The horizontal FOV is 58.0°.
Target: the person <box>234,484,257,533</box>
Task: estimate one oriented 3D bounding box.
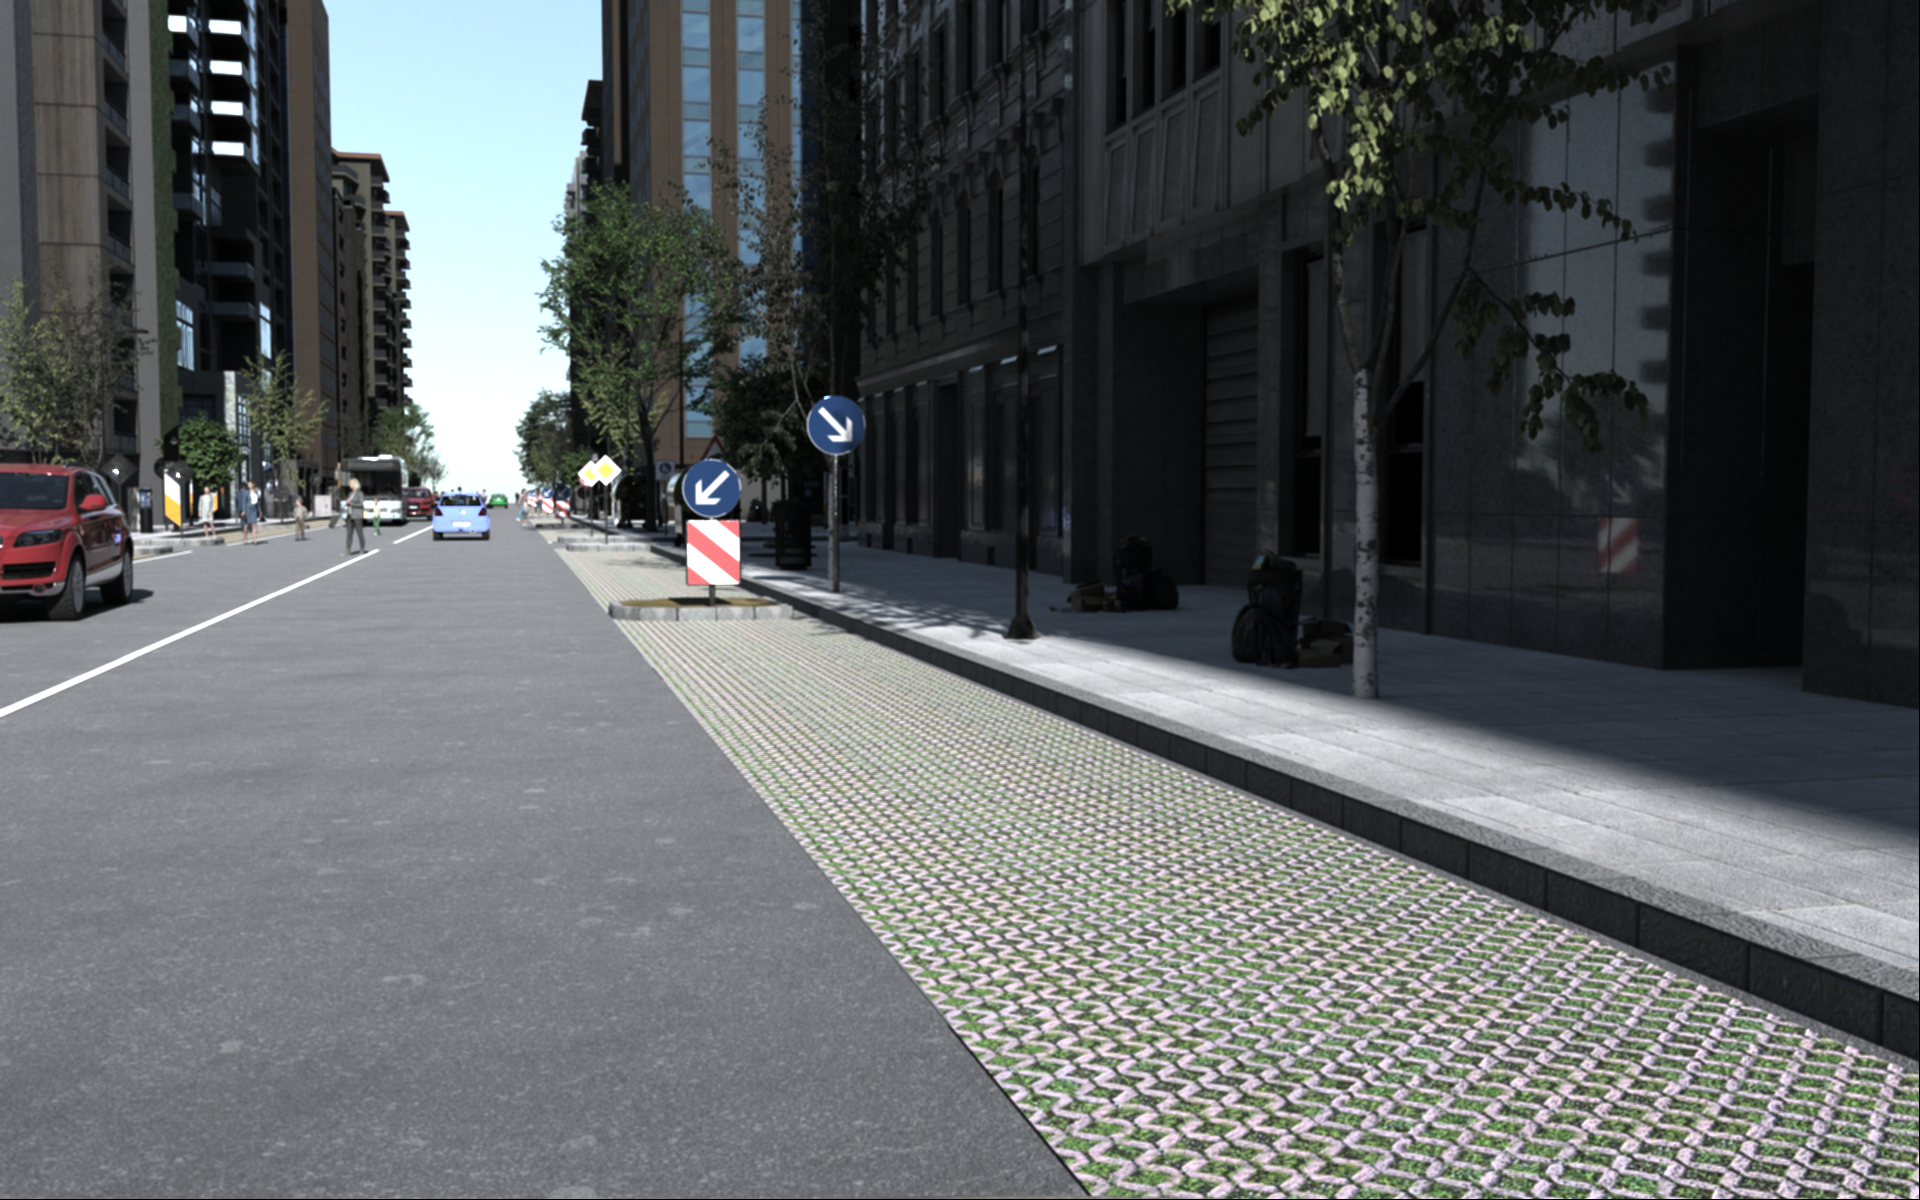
[{"bbox_3d":[-26.136,-3.340,63.292,0.721,1.800,0.419,0,4,3],"label":"person"}]

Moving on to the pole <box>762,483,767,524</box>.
[{"bbox_3d":[-8.293,-4.859,73.291,0.158,3.312,0.155,0,3,0],"label":"pole"}]

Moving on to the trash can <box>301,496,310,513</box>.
[{"bbox_3d":[-41.204,-5.938,108.737,0.748,1.137,0.748,0,3,0],"label":"trash can"}]

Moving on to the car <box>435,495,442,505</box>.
[{"bbox_3d":[-50.283,-9.520,168.232,1.945,1.354,3.894,-1,4,-16],"label":"car"}]

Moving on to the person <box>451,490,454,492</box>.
[{"bbox_3d":[-44.298,-8.735,151.313,0.705,1.824,1.348,-2,4,-28],"label":"person"}]

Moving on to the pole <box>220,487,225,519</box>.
[{"bbox_3d":[-37.646,-5.780,88.347,0.158,3.312,0.155,0,3,0],"label":"pole"}]

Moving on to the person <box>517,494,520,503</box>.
[{"bbox_3d":[-70.988,-16.444,278.279,0.530,1.710,0.541,-3,5,-43],"label":"person"}]

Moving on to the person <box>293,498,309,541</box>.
[{"bbox_3d":[-20.273,-2.476,53.249,0.475,1.303,0.640,-1,4,-11],"label":"person"}]

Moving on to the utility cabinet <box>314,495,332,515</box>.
[{"bbox_3d":[-38.928,-5.786,105.766,1.020,1.237,0.306,-3,5,-44],"label":"utility cabinet"}]

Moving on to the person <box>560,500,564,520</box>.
[{"bbox_3d":[-21.805,-4.998,94.885,0.362,1.253,0.373,3,5,41],"label":"person"}]

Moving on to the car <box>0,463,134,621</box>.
[{"bbox_3d":[-11.403,-0.747,20.882,2.281,1.827,5.304,-1,4,-16],"label":"car"}]

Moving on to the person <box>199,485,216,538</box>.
[{"bbox_3d":[-23.361,-2.707,53.767,0.512,1.701,0.522,-1,4,-14],"label":"person"}]

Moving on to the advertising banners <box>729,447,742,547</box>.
[{"bbox_3d":[-5.133,-2.647,39.472,0.090,3.025,2.074,0,4,-1],"label":"advertising banners"}]

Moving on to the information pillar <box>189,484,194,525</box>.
[{"bbox_3d":[-31.582,-4.876,71.078,0.183,3.616,0.504,-2,4,-29],"label":"information pillar"}]

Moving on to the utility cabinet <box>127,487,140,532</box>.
[{"bbox_3d":[-27.839,-3.053,58.600,0.318,1.500,1.173,-3,5,-39],"label":"utility cabinet"}]

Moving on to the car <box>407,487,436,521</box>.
[{"bbox_3d":[-29.083,-5.120,92.377,2.281,1.827,5.304,-1,4,-14],"label":"car"}]

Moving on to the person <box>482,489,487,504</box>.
[{"bbox_3d":[-39.437,-8.290,143.901,0.599,1.838,0.709,-1,4,-13],"label":"person"}]

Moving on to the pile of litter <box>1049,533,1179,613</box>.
[{"bbox_3d":[1.722,-0.325,19.272,1.719,0.858,1.176,-2,4,-23],"label":"pile of litter"}]

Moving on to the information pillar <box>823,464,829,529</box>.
[{"bbox_3d":[-4.937,-4.455,64.197,0.183,3.616,0.504,1,4,12],"label":"information pillar"}]

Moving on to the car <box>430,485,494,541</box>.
[{"bbox_3d":[-15.739,-2.760,54.714,1.945,1.707,3.694,-1,4,-15],"label":"car"}]

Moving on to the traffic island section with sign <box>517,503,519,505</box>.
[{"bbox_3d":[-43.472,-10.168,174.871,1.989,1.847,2.006,-1,4,-15],"label":"traffic island section with sign"}]

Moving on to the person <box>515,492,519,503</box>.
[{"bbox_3d":[-68.140,-15.727,266.454,0.721,1.723,1.217,1,4,11],"label":"person"}]

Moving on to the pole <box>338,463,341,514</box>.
[{"bbox_3d":[-40.461,-7.288,112.998,0.158,3.312,0.155,0,3,0],"label":"pole"}]

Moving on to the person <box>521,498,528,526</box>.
[{"bbox_3d":[-19.734,-3.997,78.538,0.352,1.250,0.332,0,4,8],"label":"person"}]

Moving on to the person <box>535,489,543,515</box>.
[{"bbox_3d":[-28.387,-6.575,116.599,0.593,1.750,0.643,-3,4,-36],"label":"person"}]

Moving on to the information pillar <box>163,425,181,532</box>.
[{"bbox_3d":[-26.470,-4.090,58.228,0.504,3.616,0.183,-1,4,-22],"label":"information pillar"}]

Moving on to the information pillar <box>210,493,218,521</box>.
[{"bbox_3d":[-35.899,-5.608,83.038,0.504,3.616,0.183,-3,5,-44],"label":"information pillar"}]

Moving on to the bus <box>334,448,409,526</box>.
[{"bbox_3d":[-27.244,-5.257,80.818,2.948,3.499,13.247,-1,4,-16],"label":"bus"}]

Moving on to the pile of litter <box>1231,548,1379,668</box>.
[{"bbox_3d":[2.707,0.028,13.511,1.176,0.858,1.719,3,4,37],"label":"pile of litter"}]

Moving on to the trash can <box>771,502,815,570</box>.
[{"bbox_3d":[-2.821,-1.079,29.300,0.748,1.137,0.748,0,3,0],"label":"trash can"}]

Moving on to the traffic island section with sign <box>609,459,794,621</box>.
[{"bbox_3d":[-3.100,-0.716,20.337,1.989,1.847,2.006,-1,4,-15],"label":"traffic island section with sign"}]

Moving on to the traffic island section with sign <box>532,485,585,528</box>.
[{"bbox_3d":[-17.038,-3.978,73.668,1.989,1.847,2.006,-1,4,-15],"label":"traffic island section with sign"}]

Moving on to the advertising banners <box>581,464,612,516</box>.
[{"bbox_3d":[-20.871,-6.369,100.317,2.074,3.025,0.090,0,4,-7],"label":"advertising banners"}]

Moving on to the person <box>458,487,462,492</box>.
[{"bbox_3d":[-25.068,-4.793,87.055,0.721,1.800,0.419,-2,4,-27],"label":"person"}]

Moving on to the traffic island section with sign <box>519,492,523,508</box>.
[{"bbox_3d":[-36.563,-8.549,148.402,1.989,1.847,2.006,-1,4,-15],"label":"traffic island section with sign"}]

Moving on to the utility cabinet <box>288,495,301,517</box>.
[{"bbox_3d":[-36.520,-5.136,95.132,1.020,1.237,0.306,3,5,44],"label":"utility cabinet"}]

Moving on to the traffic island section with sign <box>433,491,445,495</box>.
[{"bbox_3d":[-68.283,-13.287,225.873,1.989,1.847,2.006,-1,4,-15],"label":"traffic island section with sign"}]

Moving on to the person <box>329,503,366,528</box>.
[{"bbox_3d":[-25.773,-3.922,72.841,1.509,1.804,0.699,-2,4,-27],"label":"person"}]

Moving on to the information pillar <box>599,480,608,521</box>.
[{"bbox_3d":[-17.142,-4.815,83.219,0.304,2.012,0.304,2,4,24],"label":"information pillar"}]

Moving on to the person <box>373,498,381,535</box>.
[{"bbox_3d":[-20.395,-2.927,60.611,0.306,1.304,0.590,0,4,2],"label":"person"}]

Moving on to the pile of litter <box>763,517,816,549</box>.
[{"bbox_3d":[-4.064,-1.672,41.303,1.176,0.858,1.719,-1,4,-20],"label":"pile of litter"}]

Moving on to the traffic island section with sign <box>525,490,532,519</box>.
[{"bbox_3d":[-23.979,-5.601,100.209,1.989,1.847,2.006,-1,4,-15],"label":"traffic island section with sign"}]

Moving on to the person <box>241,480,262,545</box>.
[{"bbox_3d":[-20.048,-2.473,48.965,0.581,1.822,0.654,-3,4,-37],"label":"person"}]

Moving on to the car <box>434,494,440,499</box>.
[{"bbox_3d":[-65.157,-12.513,214.815,2.015,1.641,3.980,-1,4,-14],"label":"car"}]

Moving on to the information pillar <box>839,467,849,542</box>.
[{"bbox_3d":[-3.199,-2.584,46.734,0.304,2.012,0.304,-3,5,-42],"label":"information pillar"}]

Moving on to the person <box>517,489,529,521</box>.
[{"bbox_3d":[-23.376,-5.088,92.529,0.643,1.720,0.563,-1,4,-8],"label":"person"}]

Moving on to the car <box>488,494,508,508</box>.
[{"bbox_3d":[-46.201,-10.064,173.334,1.959,1.807,4.718,-1,4,-15],"label":"car"}]

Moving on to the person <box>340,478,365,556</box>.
[{"bbox_3d":[-14.099,-1.933,40.286,0.537,1.800,0.526,3,5,40],"label":"person"}]
